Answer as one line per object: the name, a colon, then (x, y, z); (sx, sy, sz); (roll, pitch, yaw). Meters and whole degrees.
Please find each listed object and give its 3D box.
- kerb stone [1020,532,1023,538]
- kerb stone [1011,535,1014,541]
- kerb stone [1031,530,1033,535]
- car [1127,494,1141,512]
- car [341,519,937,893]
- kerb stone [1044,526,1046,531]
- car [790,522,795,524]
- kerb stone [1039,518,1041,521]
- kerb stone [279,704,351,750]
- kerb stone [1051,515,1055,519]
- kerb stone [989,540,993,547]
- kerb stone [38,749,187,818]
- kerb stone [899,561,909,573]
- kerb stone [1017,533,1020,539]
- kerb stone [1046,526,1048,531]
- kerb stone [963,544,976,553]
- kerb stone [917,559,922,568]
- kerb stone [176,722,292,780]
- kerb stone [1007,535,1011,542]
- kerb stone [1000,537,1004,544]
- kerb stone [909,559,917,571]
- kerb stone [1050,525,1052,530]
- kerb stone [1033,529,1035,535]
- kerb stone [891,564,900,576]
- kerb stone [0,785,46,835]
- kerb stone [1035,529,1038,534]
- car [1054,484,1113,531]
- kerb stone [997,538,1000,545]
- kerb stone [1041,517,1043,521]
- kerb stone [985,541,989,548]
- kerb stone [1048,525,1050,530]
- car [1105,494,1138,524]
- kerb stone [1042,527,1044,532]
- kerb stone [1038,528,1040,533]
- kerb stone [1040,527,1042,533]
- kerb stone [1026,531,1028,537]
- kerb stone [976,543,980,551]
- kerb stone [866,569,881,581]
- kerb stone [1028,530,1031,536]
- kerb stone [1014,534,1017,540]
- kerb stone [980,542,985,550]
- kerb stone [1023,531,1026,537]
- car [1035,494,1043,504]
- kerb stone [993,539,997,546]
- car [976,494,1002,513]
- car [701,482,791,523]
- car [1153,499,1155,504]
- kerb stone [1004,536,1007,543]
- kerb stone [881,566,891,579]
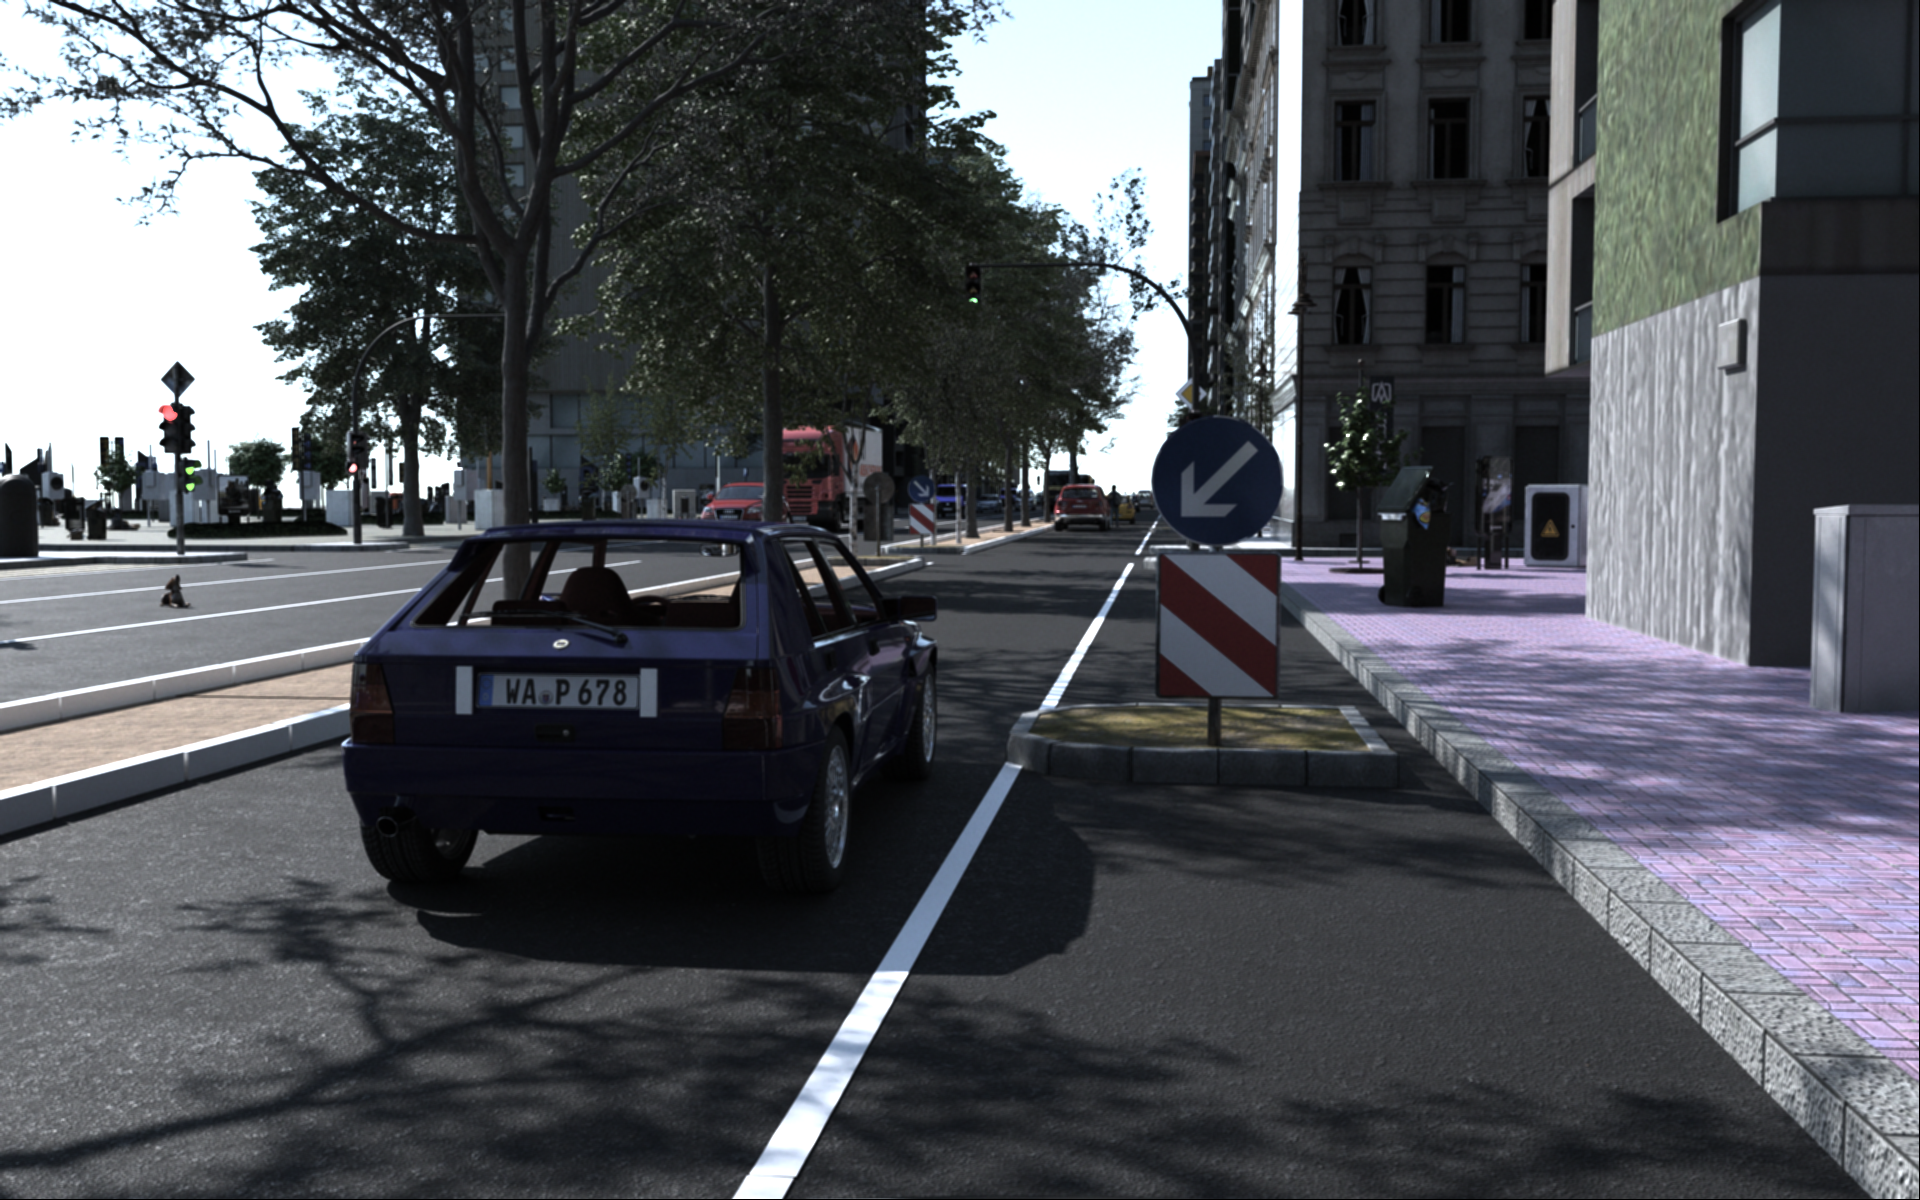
kerb stone: (1.826, -2.034, 55.482); (0.120, 0.150, 1.000); (0, 4, 7)
kerb stone: (1.453, -1.849, 52.428); (0.120, 0.150, 1.000); (0, 4, 7)
kerb stone: (2.329, -2.285, 59.562); (0.120, 0.150, 1.000); (0, 4, 7)
car: (13.513, -7.747, 138.668); (2.014, 1.417, 4.499); (0, 4, 7)
car: (-1.131, 0.302, 7.648); (1.945, 1.354, 3.894); (0, 4, 7)
kerb stone: (3.075, -2.659, 65.667); (0.120, 0.150, 1.000); (0, 4, 7)
car: (-8.702, -4.044, 78.480); (2.083, 1.381, 4.827); (0, 4, 6)
kerb stone: (4.002, -4.172, 90.408); (0.120, 0.150, 1.000); (0, 4, 7)
kerb stone: (-3.734, 0.736, 10.184); (0.120, 0.150, 1.000); (0, 4, 7)
kerb stone: (5.625, -4.980, 103.615); (0.120, 0.150, 1.000); (0, 4, 7)
kerb stone: (0.712, -1.475, 46.328); (0.120, 0.150, 1.000); (0, 4, 7)
kerb stone: (-3.990, 0.860, 8.151); (0.120, 0.150, 1.000); (0, 4, 7)
kerb stone: (-1.111, -0.574, 31.574); (0.120, 0.150, 1.000); (0, 4, 7)
kerb stone: (1.705, -1.971, 54.461); (0.120, 0.150, 1.000); (0, 4, 7)
kerb stone: (3.206, -2.721, 66.682); (0.120, 0.150, 1.000); (0, 4, 7)
kerb stone: (0.204, -1.221, 42.255); (0.120, 0.150, 1.000); (0, 4, 7)
kerb stone: (-0.859, -0.699, 33.619); (0.120, 0.150, 1.000); (0, 4, 7)
kerb stone: (-3.857, 0.802, 9.165); (0.120, 0.150, 1.000); (0, 4, 7)
kerb stone: (1.321, -1.787, 51.405); (0.120, 0.150, 1.000); (0, 4, 7)
kerb stone: (1.073, -1.662, 49.376); (0.120, 0.150, 1.000); (0, 4, 7)
kerb stone: (-0.985, -0.636, 32.599); (0.120, 0.150, 1.000); (0, 4, 7)
kerb stone: (3.448, -2.845, 68.719); (0.120, 0.150, 1.000); (0, 4, 7)
kerb stone: (2.450, -2.348, 60.582); (0.120, 0.150, 1.000); (0, 4, 7)
kerb stone: (-1.234, -0.512, 30.559); (0.120, 0.150, 1.000); (0, 4, 7)
kerb stone: (-4.112, 0.921, 7.133); (0.120, 0.150, 1.000); (0, 4, 7)
kerb stone: (2.581, -2.410, 61.597); (0.120, 0.150, 1.000); (0, 4, 7)
car: (4.851, -3.640, 68.191); (2.281, 1.827, 5.304); (0, 4, 7)
kerb stone: (0.950, -1.600, 48.358); (0.120, 0.150, 1.000); (0, 4, 7)
kerb stone: (4.134, -4.233, 91.421); (0.120, 0.150, 1.000); (0, 4, 7)
kerb stone: (0.576, -1.409, 45.313); (0.120, 0.150, 1.000); (0, 4, 7)
kerb stone: (3.330, -2.776, 67.697); (0.120, 0.150, 1.000); (0, 4, 7)
car: (7.580, -4.483, 83.513); (2.015, 1.641, 3.980); (0, 4, 7)
kerb stone: (2.952, -2.590, 64.650); (0.120, 0.150, 1.000); (0, 4, 7)
kerb stone: (2.700, -2.472, 62.612); (0.120, 0.150, 1.000); (0, 4, 7)
kerb stone: (2.828, -2.534, 63.626); (0.120, 0.150, 1.000); (0, 4, 7)
kerb stone: (2.074, -2.155, 57.526); (0.120, 0.150, 1.000); (0, 4, 7)
kerb stone: (0.328, -1.289, 43.278); (0.120, 0.150, 1.000); (0, 4, 7)
kerb stone: (-1.482, -0.387, 28.524); (0.120, 0.150, 1.000); (0, 4, 7)
kerb stone: (2.205, -2.220, 58.542); (0.120, 0.150, 1.000); (0, 4, 7)
kerb stone: (1.575, -1.908, 53.443); (0.120, 0.150, 1.000); (0, 4, 7)
kerb stone: (0.457, -1.351, 44.292); (0.120, 0.150, 1.000); (0, 4, 7)
kerb stone: (1.961, -2.096, 56.503); (0.120, 0.150, 1.000); (0, 4, 7)
car: (10.173, -13.224, 225.007); (1.959, 1.807, 4.718); (0, 4, 7)
kerb stone: (0.823, -1.538, 47.344); (0.120, 0.150, 1.000); (0, 4, 7)
car: (2.229, -7.424, 133.383); (2.014, 1.417, 4.499); (0, 4, 7)
car: (-6.710, -2.817, 54.734); (2.281, 1.827, 5.304); (0, 4, 6)
car: (27.335, -14.710, 250.733); (2.015, 1.641, 3.980); (0, 4, 5)
kerb stone: (1.198, -1.724, 50.390); (0.120, 0.150, 1.000); (0, 4, 7)
kerb stone: (-1.357, -0.443, 29.539); (0.120, 0.150, 1.000); (0, 4, 7)
